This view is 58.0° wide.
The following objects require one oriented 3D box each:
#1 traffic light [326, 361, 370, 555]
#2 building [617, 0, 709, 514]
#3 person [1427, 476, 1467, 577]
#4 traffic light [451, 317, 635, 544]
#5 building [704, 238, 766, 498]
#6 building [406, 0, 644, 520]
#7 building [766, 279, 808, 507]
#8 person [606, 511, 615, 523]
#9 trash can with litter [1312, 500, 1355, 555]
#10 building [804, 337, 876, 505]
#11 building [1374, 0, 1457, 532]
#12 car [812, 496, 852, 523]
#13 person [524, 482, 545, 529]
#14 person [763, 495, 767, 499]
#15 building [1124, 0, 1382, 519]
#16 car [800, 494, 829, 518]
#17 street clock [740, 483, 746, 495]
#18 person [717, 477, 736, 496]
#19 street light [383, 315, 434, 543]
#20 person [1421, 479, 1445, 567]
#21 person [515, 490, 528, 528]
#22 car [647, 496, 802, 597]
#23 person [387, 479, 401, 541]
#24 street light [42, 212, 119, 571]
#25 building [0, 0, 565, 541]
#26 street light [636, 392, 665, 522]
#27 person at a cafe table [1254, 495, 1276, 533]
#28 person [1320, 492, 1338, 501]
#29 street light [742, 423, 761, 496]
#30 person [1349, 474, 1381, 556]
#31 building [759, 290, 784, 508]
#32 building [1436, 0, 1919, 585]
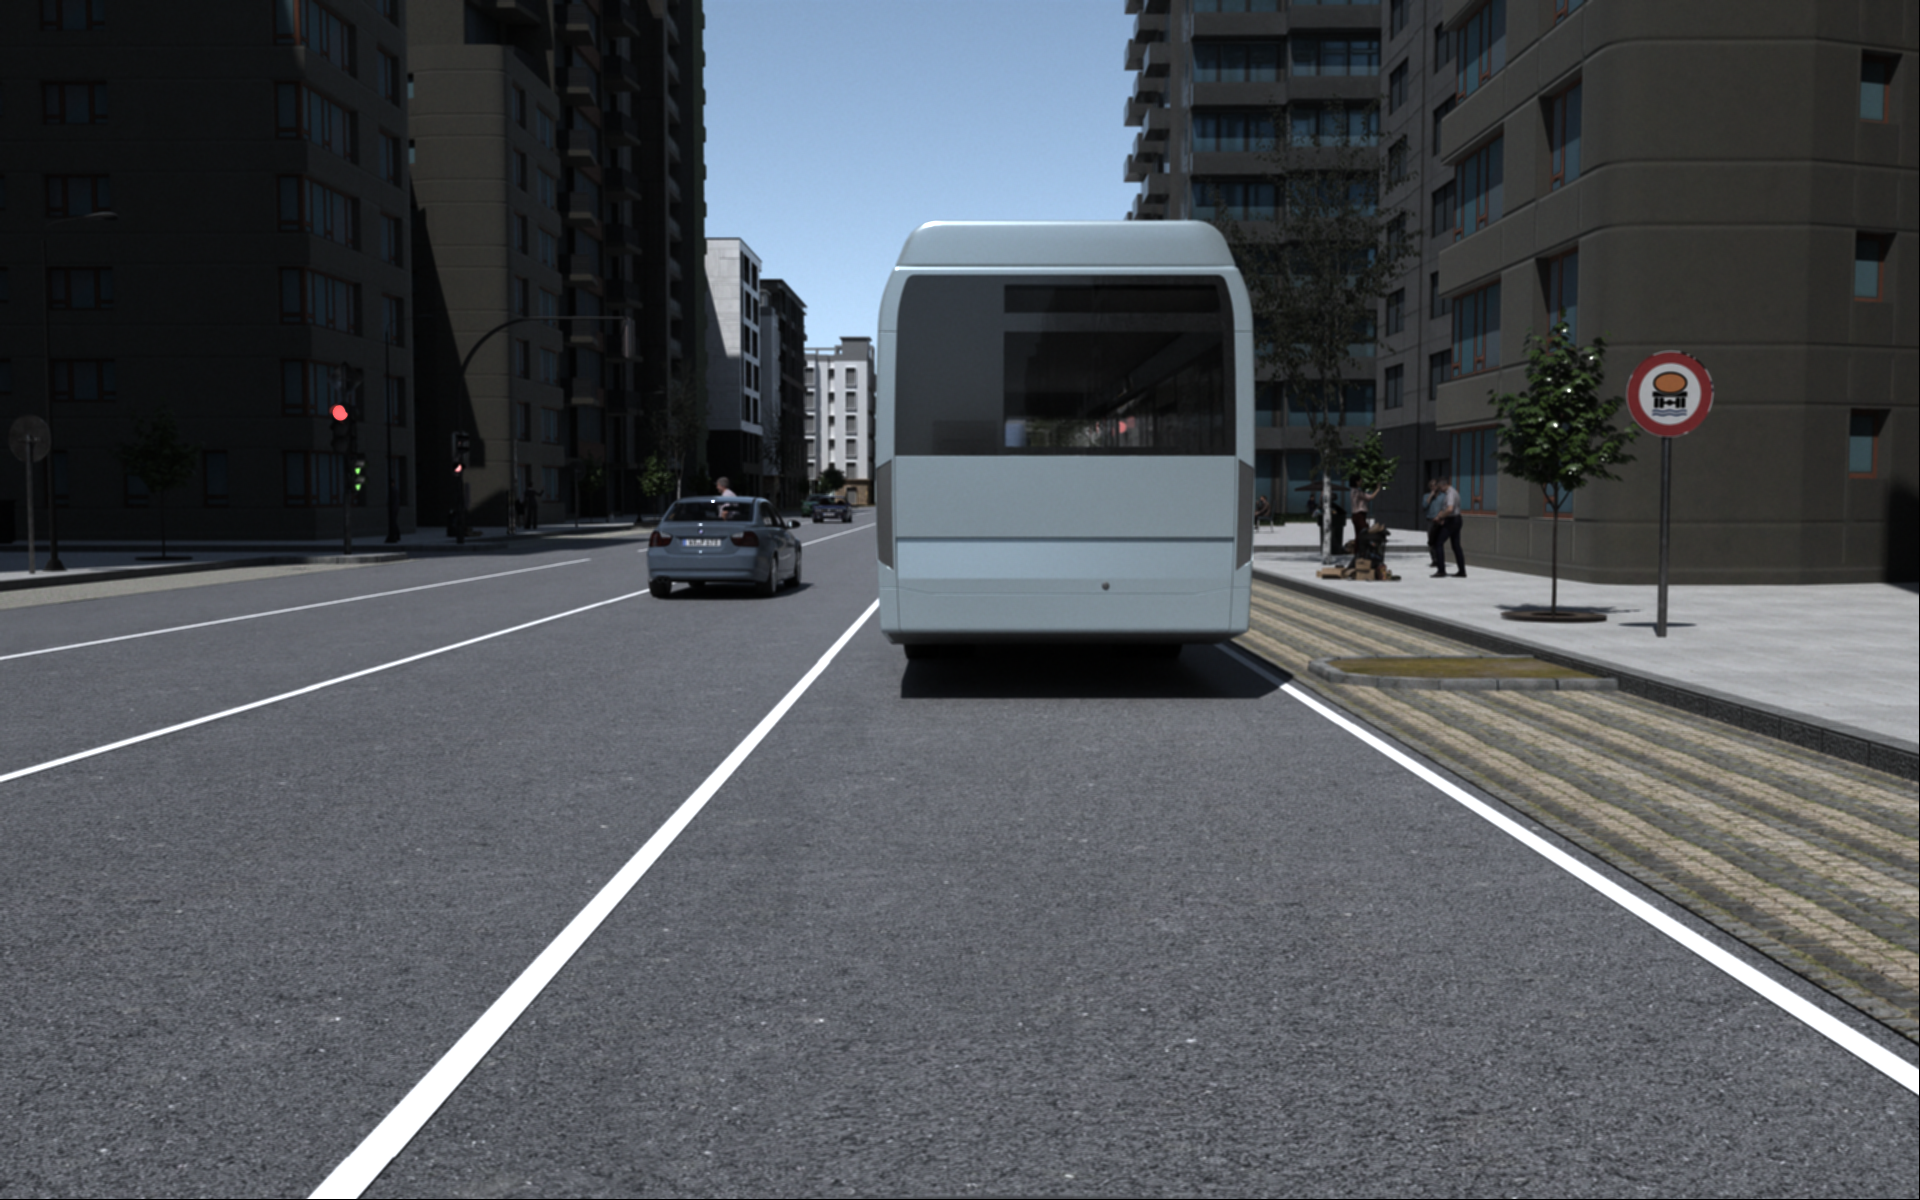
[{"bbox_3d":[-12.934,-2.911,36.519,0.839,4.253,0.868,0,4,1],"label":"traffic light"},{"bbox_3d":[-24.377,-26.164,111.376,14.154,41.232,14.086,0,4,1],"label":"building"},{"bbox_3d":[7.492,-1.123,26.614,0.590,1.554,0.614,1,4,16],"label":"person"},{"bbox_3d":[-10.761,-4.272,44.518,4.771,5.953,1.251,0,4,1],"label":"traffic light"},{"bbox_3d":[-31.470,-17.880,136.314,27.936,21.610,32.646,0,4,1],"label":"building"},{"bbox_3d":[-29.005,-26.608,89.657,22.147,44.769,28.867,0,4,1],"label":"building"},{"bbox_3d":[-33.035,-20.486,178.917,32.646,21.610,27.936,0,4,1],"label":"building"},{"bbox_3d":[-15.409,-3.665,76.448,0.381,0.543,0.357,-2,4,-34],"label":"person"},{"bbox_3d":[8.023,-1.544,36.635,1.055,1.170,0.624,-2,4,-27],"label":"trash can with litter"},{"bbox_3d":[-16.429,-21.912,214.679,11.380,20.091,16.016,0,4,1],"label":"building"},{"bbox_3d":[25.987,-37.666,54.091,20.611,71.187,20.563,0,4,1],"label":"building"},{"bbox_3d":[-6.406,-4.556,87.069,1.945,1.354,3.894,0,4,1],"label":"car"},{"bbox_3d":[-15.534,-3.447,63.205,0.742,1.727,0.445,-3,5,-40],"label":"person"},{"bbox_3d":[-12.123,-5.821,107.579,0.340,1.345,0.435,-2,4,-27],"label":"person"},{"bbox_3d":[21.365,-29.459,101.267,23.786,49.044,30.456,0,4,1],"label":"building"},{"bbox_3d":[-8.755,-5.837,107.235,2.131,1.459,4.920,0,4,1],"label":"car"},{"bbox_3d":[-14.708,-6.910,117.542,0.358,2.002,0.471,-3,4,-36],"label":"street clock"},{"bbox_3d":[-3.943,-1.200,29.067,0.436,1.711,0.756,1,4,15],"label":"person"},{"bbox_3d":[-14.332,-4.436,45.076,1.470,5.913,1.316,0,4,1],"label":"street light"},{"bbox_3d":[8.380,-1.356,30.430,0.429,1.552,0.499,-3,5,-41],"label":"person"},{"bbox_3d":[-16.667,-3.475,66.047,0.799,1.438,0.628,1,4,18],"label":"person"},{"bbox_3d":[-3.405,-0.820,25.410,2.014,1.417,4.499,0,4,2],"label":"car"},{"bbox_3d":[-15.586,-2.487,47.626,0.530,1.710,0.541,1,4,9],"label":"person"},{"bbox_3d":[-14.572,-3.436,28.720,1.470,5.913,1.316,0,4,1],"label":"street light"},{"bbox_3d":[-31.404,-13.243,61.561,27.650,21.520,28.899,0,4,1],"label":"building"},{"bbox_3d":[-14.053,-6.488,78.625,1.470,5.913,1.316,0,4,1],"label":"street light"},{"bbox_3d":[9.592,-2.849,57.436,1.726,1.238,1.698,0,4,5],"label":"person at a cafe table"},{"bbox_3d":[13.580,-3.420,63.824,0.647,1.594,0.662,0,4,4],"label":"person"},{"bbox_3d":[-13.617,-8.575,112.735,1.470,5.913,1.316,0,4,1],"label":"street light"},{"bbox_3d":[7.545,-1.514,32.261,0.566,1.644,0.517,3,5,41],"label":"person"},{"bbox_3d":[-24.462,-18.461,158.263,16.016,20.091,11.380,0,4,1],"label":"building"},{"bbox_3d":[22.799,-10.586,18.119,27.650,21.520,28.899,0,4,1],"label":"building"}]
